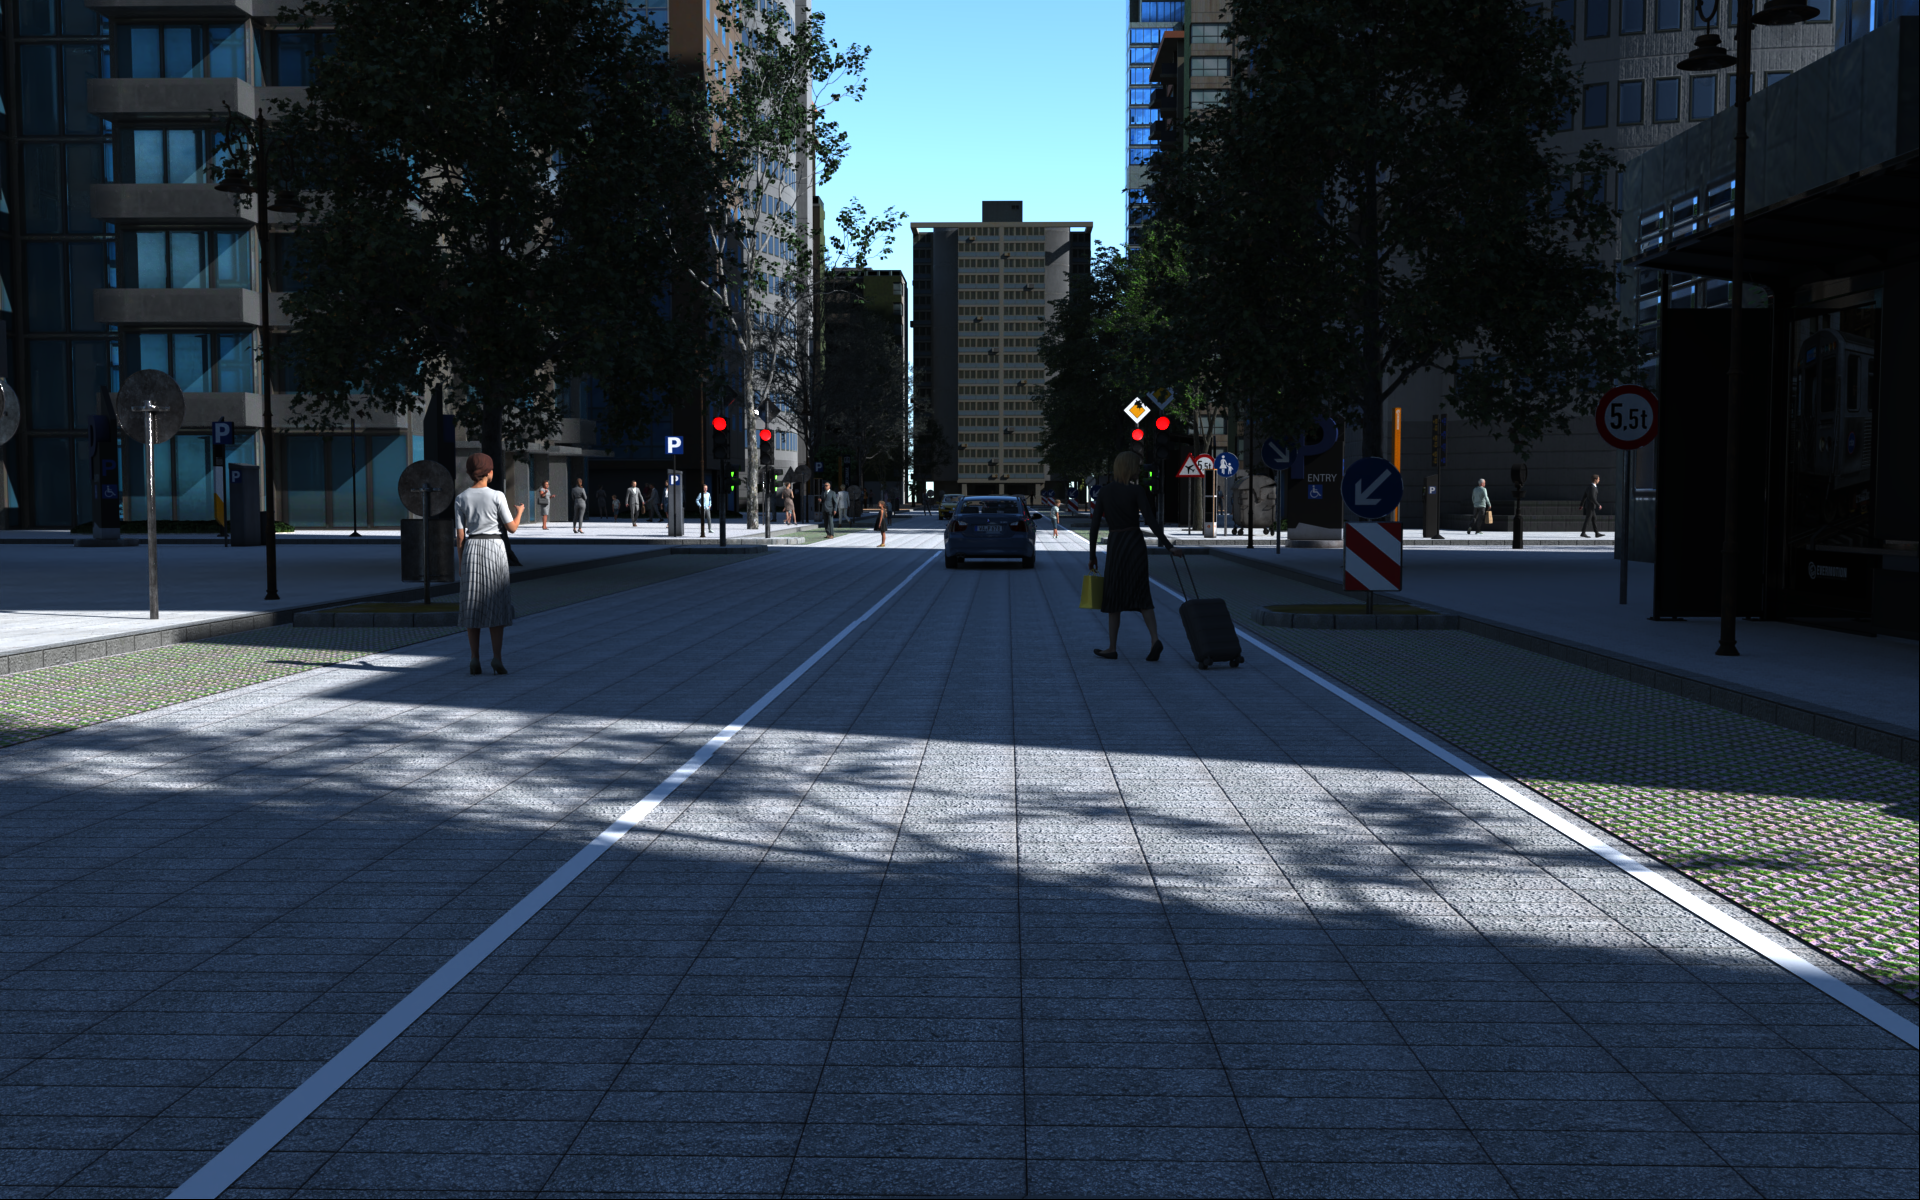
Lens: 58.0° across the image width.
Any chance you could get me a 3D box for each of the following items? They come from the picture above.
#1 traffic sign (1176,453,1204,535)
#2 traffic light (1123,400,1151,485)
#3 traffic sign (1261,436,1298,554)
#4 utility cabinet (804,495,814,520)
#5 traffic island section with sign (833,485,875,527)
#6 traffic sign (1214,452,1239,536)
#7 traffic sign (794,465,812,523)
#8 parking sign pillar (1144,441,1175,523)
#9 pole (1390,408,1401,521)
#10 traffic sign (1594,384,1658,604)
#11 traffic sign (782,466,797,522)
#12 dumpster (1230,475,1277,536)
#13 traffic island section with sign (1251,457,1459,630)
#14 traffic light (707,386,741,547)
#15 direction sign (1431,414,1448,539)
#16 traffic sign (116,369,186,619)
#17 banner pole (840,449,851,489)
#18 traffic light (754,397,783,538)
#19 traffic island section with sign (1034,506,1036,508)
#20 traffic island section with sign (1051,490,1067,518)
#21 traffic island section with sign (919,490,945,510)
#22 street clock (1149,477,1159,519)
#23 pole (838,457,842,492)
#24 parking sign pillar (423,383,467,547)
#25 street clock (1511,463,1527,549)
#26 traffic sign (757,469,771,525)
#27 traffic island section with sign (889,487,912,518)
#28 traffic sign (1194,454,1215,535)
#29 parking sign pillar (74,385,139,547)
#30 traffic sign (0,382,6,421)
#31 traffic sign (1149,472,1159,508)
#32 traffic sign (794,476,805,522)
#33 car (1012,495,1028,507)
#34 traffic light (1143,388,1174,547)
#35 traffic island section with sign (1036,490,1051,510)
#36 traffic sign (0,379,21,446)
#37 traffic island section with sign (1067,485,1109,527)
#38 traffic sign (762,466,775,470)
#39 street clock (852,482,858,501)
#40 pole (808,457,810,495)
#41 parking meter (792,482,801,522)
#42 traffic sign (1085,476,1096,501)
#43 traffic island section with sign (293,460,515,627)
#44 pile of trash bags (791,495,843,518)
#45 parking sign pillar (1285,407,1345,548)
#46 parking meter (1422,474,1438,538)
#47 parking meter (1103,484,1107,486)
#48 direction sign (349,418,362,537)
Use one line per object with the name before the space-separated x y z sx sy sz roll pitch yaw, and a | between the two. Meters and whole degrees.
traffic sign | 7.200 -3.320 54.294 0.884 2.594 0.081 1 4 11
traffic light | 5.082 -3.736 50.006 0.839 4.253 0.868 0 4 2
traffic sign | 6.832 -2.263 37.101 0.768 2.556 0.104 1 4 11
utility cabinet | -7.625 -4.597 86.319 1.020 1.237 0.306 -2 4 -27
traffic island section with sign | -4.600 -4.101 75.673 1.989 1.847 2.006 0 4 2
traffic sign | 8.088 -3.216 52.687 0.768 2.556 0.104 0 4 3
traffic sign | -6.872 -4.623 75.699 0.768 2.556 0.104 0 4 4
parking sign pillar | 8.957 -5.449 77.563 1.447 3.967 1.447 1 4 10
pole | 10.322 -2.887 41.040 0.158 3.312 0.155 0 3 0
traffic sign | 7.728 -1.223 20.105 0.768 2.556 0.104 0 4 5
traffic sign | -7.893 -4.937 80.723 0.884 2.594 0.081 0 4 2
dumpster | 9.140 -2.938 53.797 1.264 1.857 1.865 0 4 1
traffic island section with sign | 4.283 -0.643 19.139 1.989 1.847 2.006 0 4 2
traffic light | -5.792 -3.265 42.296 0.839 4.253 0.868 0 4 2
direction sign | 13.614 -3.500 49.227 0.379 3.537 0.876 -1 4 -10
traffic sign | -8.259 -1.075 17.677 0.768 2.556 0.104 0 4 8
banner pole | -6.397 -6.494 96.193 0.863 3.779 0.401 -3 4 -36
traffic light | -5.575 -3.753 50.278 0.839 4.253 0.868 0 4 2
traffic island section with sign | 8.646 -10.479 179.958 1.989 1.847 2.006 0 4 2
traffic island section with sign | 6.556 -5.750 102.641 1.989 1.847 2.006 0 4 2
traffic island section with sign | -2.526 -8.788 152.311 1.989 1.847 2.006 0 4 2
street clock | 7.794 -3.986 69.738 0.471 2.002 0.358 2 4 28
pole | -6.529 -6.153 94.450 0.158 3.312 0.155 0 3 0
parking sign pillar | -12.832 -3.315 42.677 1.447 3.967 1.447 -2 4 -31
street clock | 13.058 -2.197 40.493 0.358 2.002 0.471 3 4 39
traffic sign | -8.093 -4.227 71.248 0.606 2.300 0.079 0 4 5
traffic island section with sign | -3.858 -5.782 103.171 1.989 1.847 2.006 0 4 2
traffic sign | 7.706 -3.338 54.687 0.768 2.556 0.104 0 4 6
parking sign pillar | -20.976 -3.302 42.455 1.447 3.967 1.447 -2 4 -35
traffic sign | -9.463 -1.002 16.495 0.768 2.556 0.104 0 4 3
traffic sign | 8.282 -4.349 73.228 0.606 2.300 0.079 1 4 9
traffic sign | -7.311 -4.897 80.166 0.768 2.556 0.104 0 4 5
car | 6.284 -10.695 187.224 2.083 1.381 4.827 0 4 2
traffic light | 4.866 -3.248 42.024 0.839 4.253 0.868 0 4 2
traffic island section with sign | 7.901 -8.795 152.425 1.989 1.847 2.006 0 4 2
traffic sign | -10.544 -1.144 18.808 0.768 2.556 0.104 1 4 9
traffic island section with sign | 5.796 -4.058 74.971 1.989 1.847 2.006 0 4 2
traffic sign | -8.550 -4.712 77.154 0.768 2.556 0.104 0 4 6
street clock | -6.461 -6.253 106.810 0.358 2.002 0.471 1 4 15
pole | -8.399 -6.247 95.981 0.158 3.312 0.155 0 3 0
parking meter | -7.544 -4.534 79.847 0.399 1.863 0.255 -1 4 -11
traffic sign | 9.028 -7.318 119.761 0.768 2.556 0.104 0 4 6
traffic island section with sign | -6.126 -0.661 19.429 1.989 1.847 2.006 0 4 2
pile of trash bags | -7.880 -4.980 91.172 1.912 1.369 3.447 3 4 38
parking sign pillar | 8.565 -3.250 41.618 1.447 3.967 1.447 1 4 19
parking meter | 13.805 -2.763 50.880 0.399 1.863 0.255 0 4 -6
parking meter | 8.153 -5.551 96.474 0.255 1.863 0.399 -3 5 -43
direction sign | -18.226 -3.676 52.100 0.379 3.537 0.876 -1 4 -15
